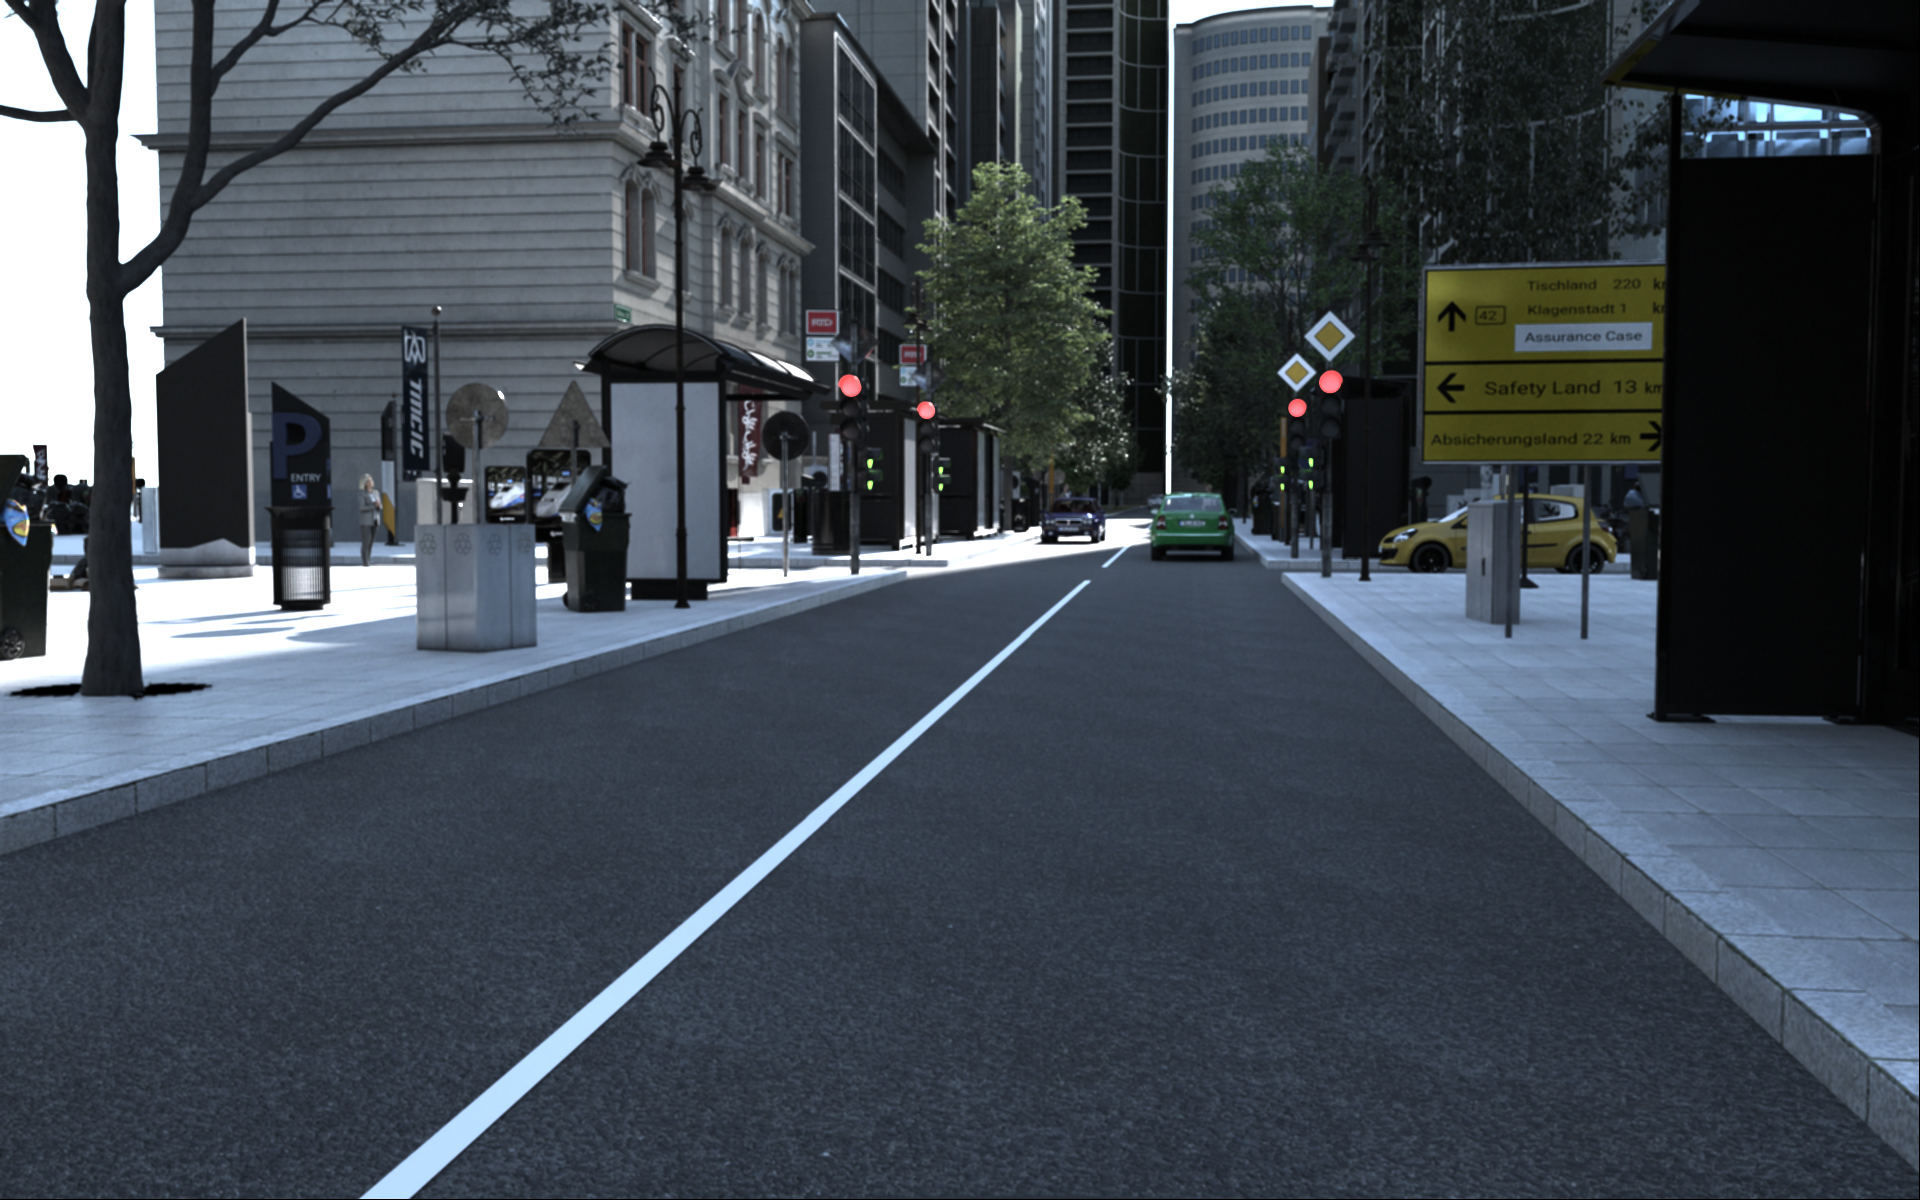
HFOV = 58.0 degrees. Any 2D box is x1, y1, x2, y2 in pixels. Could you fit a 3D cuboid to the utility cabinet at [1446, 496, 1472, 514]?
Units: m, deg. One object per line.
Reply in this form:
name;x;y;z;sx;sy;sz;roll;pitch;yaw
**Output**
utility cabinet;21.333;-3.844;74.007;1.020;1.237;0.306;0;4;-3

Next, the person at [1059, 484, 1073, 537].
person;3.560;-2.985;57.858;0.362;1.759;0.519;3;5;45

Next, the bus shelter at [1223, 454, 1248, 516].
bus shelter;16.310;-6.851;103.289;1.731;3.624;6.357;0;4;8

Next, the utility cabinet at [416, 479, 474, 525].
utility cabinet;-7.464;-1.016;25.284;0.318;1.500;1.173;1;4;14

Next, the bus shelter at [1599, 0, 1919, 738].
bus shelter;4.049;-0.941;6.670;1.731;3.624;6.357;0;4;7

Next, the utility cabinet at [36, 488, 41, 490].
utility cabinet;-36.600;-3.631;68.043;1.173;1.500;0.318;2;4;30

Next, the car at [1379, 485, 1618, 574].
car;9.421;-1.239;30.477;3.980;1.641;2.015;1;4;9

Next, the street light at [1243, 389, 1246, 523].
street light;12.498;-6.308;75.921;0.468;5.910;1.993;0;4;7

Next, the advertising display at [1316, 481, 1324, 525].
advertising display;15.166;-4.099;72.232;0.123;1.923;0.974;-3;5;-40

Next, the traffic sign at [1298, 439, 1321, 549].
traffic sign;8.190;-2.456;40.269;0.768;2.556;0.104;1;4;12

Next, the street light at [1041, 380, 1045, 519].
street light;3.371;-5.939;69.891;0.468;5.910;1.993;0;4;7

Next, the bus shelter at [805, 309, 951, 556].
bus shelter;-1.937;-3.827;40.209;2.179;5.291;8.768;0;4;7

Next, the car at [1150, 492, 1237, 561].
car;5.209;-1.827;38.675;1.959;1.807;4.718;1;4;8

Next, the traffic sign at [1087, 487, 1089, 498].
traffic sign;7.018;-5.802;94.972;0.768;2.556;0.104;1;4;14

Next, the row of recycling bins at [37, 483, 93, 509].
row of recycling bins;-33.739;-3.613;66.193;3.534;1.692;1.069;2;4;31

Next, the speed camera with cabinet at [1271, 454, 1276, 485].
speed camera with cabinet;15.041;-5.339;81.633;0.660;3.252;2.038;0;4;7

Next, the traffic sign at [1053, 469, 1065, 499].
traffic sign;5.012;-5.423;88.770;0.768;2.556;0.104;1;4;12

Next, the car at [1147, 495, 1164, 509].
car;19.368;-9.637;169.921;2.083;1.381;4.827;0;4;8

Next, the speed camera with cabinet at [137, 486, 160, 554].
speed camera with cabinet;-16.698;-2.652;37.703;0.660;3.252;2.038;3;4;39

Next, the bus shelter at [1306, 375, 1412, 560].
bus shelter;8.387;-2.780;36.742;1.731;3.624;6.357;0;4;8

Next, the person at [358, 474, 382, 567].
person;-10.914;-1.436;32.168;0.526;1.800;0.537;2;4;32

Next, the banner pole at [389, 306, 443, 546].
banner pole;-7.091;-2.017;22.988;0.401;3.779;0.863;2;4;27

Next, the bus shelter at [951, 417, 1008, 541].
bus shelter;-0.201;-4.358;48.882;2.179;5.291;8.768;0;4;8

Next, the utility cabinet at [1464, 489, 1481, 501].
utility cabinet;22.680;-4.106;75.816;1.173;1.500;0.318;2;4;29

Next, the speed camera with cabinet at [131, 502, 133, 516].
speed camera with cabinet;-49.244;-6.667;103.349;0.660;3.252;2.038;-3;4;-39

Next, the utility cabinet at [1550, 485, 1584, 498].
utility cabinet;14.375;-1.981;41.070;0.318;1.500;1.173;0;4;-7

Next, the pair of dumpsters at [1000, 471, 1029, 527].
pair of dumpsters;1.876;-4.128;69.987;1.574;2.255;4.437;0;4;8

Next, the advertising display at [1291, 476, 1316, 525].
advertising display;12.523;-3.573;63.627;0.974;1.923;0.123;-1;4;-23

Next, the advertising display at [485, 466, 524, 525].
advertising display;-10.446;-2.118;39.851;0.974;1.923;0.123;-3;5;-41

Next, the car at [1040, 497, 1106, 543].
car;3.405;-2.391;51.672;1.945;1.354;3.894;1;4;9

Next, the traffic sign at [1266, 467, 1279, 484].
traffic sign;14.115;-4.757;77.883;0.768;2.556;0.104;1;4;17

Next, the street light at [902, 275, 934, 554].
street light;-0.883;-3.910;36.717;0.468;5.910;1.993;0;4;7

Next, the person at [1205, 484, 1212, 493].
person;7.655;-2.704;53.381;0.731;1.740;0.598;3;5;40

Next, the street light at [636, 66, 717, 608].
street light;-3.130;-2.847;19.338;0.468;5.910;1.993;0;4;7

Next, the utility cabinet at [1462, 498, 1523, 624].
utility cabinet;5.382;-0.389;17.517;0.306;1.237;1.020;0;4;2

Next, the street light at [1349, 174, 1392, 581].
street light;5.989;-3.220;25.437;0.468;5.910;1.993;0;4;7

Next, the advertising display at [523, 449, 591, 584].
advertising display;-5.783;-1.212;25.024;0.974;1.923;0.123;-3;5;-41

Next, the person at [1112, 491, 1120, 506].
person;17.278;-11.162;191.012;1.348;1.823;0.705;-3;5;-43

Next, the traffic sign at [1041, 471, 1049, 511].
traffic sign;4.854;-5.857;95.761;0.884;2.594;0.081;1;4;9

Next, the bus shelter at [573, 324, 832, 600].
bus shelter;-3.272;-1.803;23.409;2.014;3.302;5.546;0;4;7

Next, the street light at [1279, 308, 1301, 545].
street light;8.202;-4.305;43.180;0.468;5.910;1.993;0;4;7

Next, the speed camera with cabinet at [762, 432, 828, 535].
speed camera with cabinet;-5.155;-3.675;54.424;2.038;3.252;0.660;-2;4;-25

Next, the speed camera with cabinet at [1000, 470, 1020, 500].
speed camera with cabinet;1.290;-4.411;66.455;2.038;3.252;0.660;-2;4;-28

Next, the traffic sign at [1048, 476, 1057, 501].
traffic sign;5.216;-5.817;95.207;0.768;2.556;0.104;1;4;17

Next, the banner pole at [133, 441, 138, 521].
banner pole;-39.018;-5.593;81.457;0.863;3.779;0.401;-3;5;-40
